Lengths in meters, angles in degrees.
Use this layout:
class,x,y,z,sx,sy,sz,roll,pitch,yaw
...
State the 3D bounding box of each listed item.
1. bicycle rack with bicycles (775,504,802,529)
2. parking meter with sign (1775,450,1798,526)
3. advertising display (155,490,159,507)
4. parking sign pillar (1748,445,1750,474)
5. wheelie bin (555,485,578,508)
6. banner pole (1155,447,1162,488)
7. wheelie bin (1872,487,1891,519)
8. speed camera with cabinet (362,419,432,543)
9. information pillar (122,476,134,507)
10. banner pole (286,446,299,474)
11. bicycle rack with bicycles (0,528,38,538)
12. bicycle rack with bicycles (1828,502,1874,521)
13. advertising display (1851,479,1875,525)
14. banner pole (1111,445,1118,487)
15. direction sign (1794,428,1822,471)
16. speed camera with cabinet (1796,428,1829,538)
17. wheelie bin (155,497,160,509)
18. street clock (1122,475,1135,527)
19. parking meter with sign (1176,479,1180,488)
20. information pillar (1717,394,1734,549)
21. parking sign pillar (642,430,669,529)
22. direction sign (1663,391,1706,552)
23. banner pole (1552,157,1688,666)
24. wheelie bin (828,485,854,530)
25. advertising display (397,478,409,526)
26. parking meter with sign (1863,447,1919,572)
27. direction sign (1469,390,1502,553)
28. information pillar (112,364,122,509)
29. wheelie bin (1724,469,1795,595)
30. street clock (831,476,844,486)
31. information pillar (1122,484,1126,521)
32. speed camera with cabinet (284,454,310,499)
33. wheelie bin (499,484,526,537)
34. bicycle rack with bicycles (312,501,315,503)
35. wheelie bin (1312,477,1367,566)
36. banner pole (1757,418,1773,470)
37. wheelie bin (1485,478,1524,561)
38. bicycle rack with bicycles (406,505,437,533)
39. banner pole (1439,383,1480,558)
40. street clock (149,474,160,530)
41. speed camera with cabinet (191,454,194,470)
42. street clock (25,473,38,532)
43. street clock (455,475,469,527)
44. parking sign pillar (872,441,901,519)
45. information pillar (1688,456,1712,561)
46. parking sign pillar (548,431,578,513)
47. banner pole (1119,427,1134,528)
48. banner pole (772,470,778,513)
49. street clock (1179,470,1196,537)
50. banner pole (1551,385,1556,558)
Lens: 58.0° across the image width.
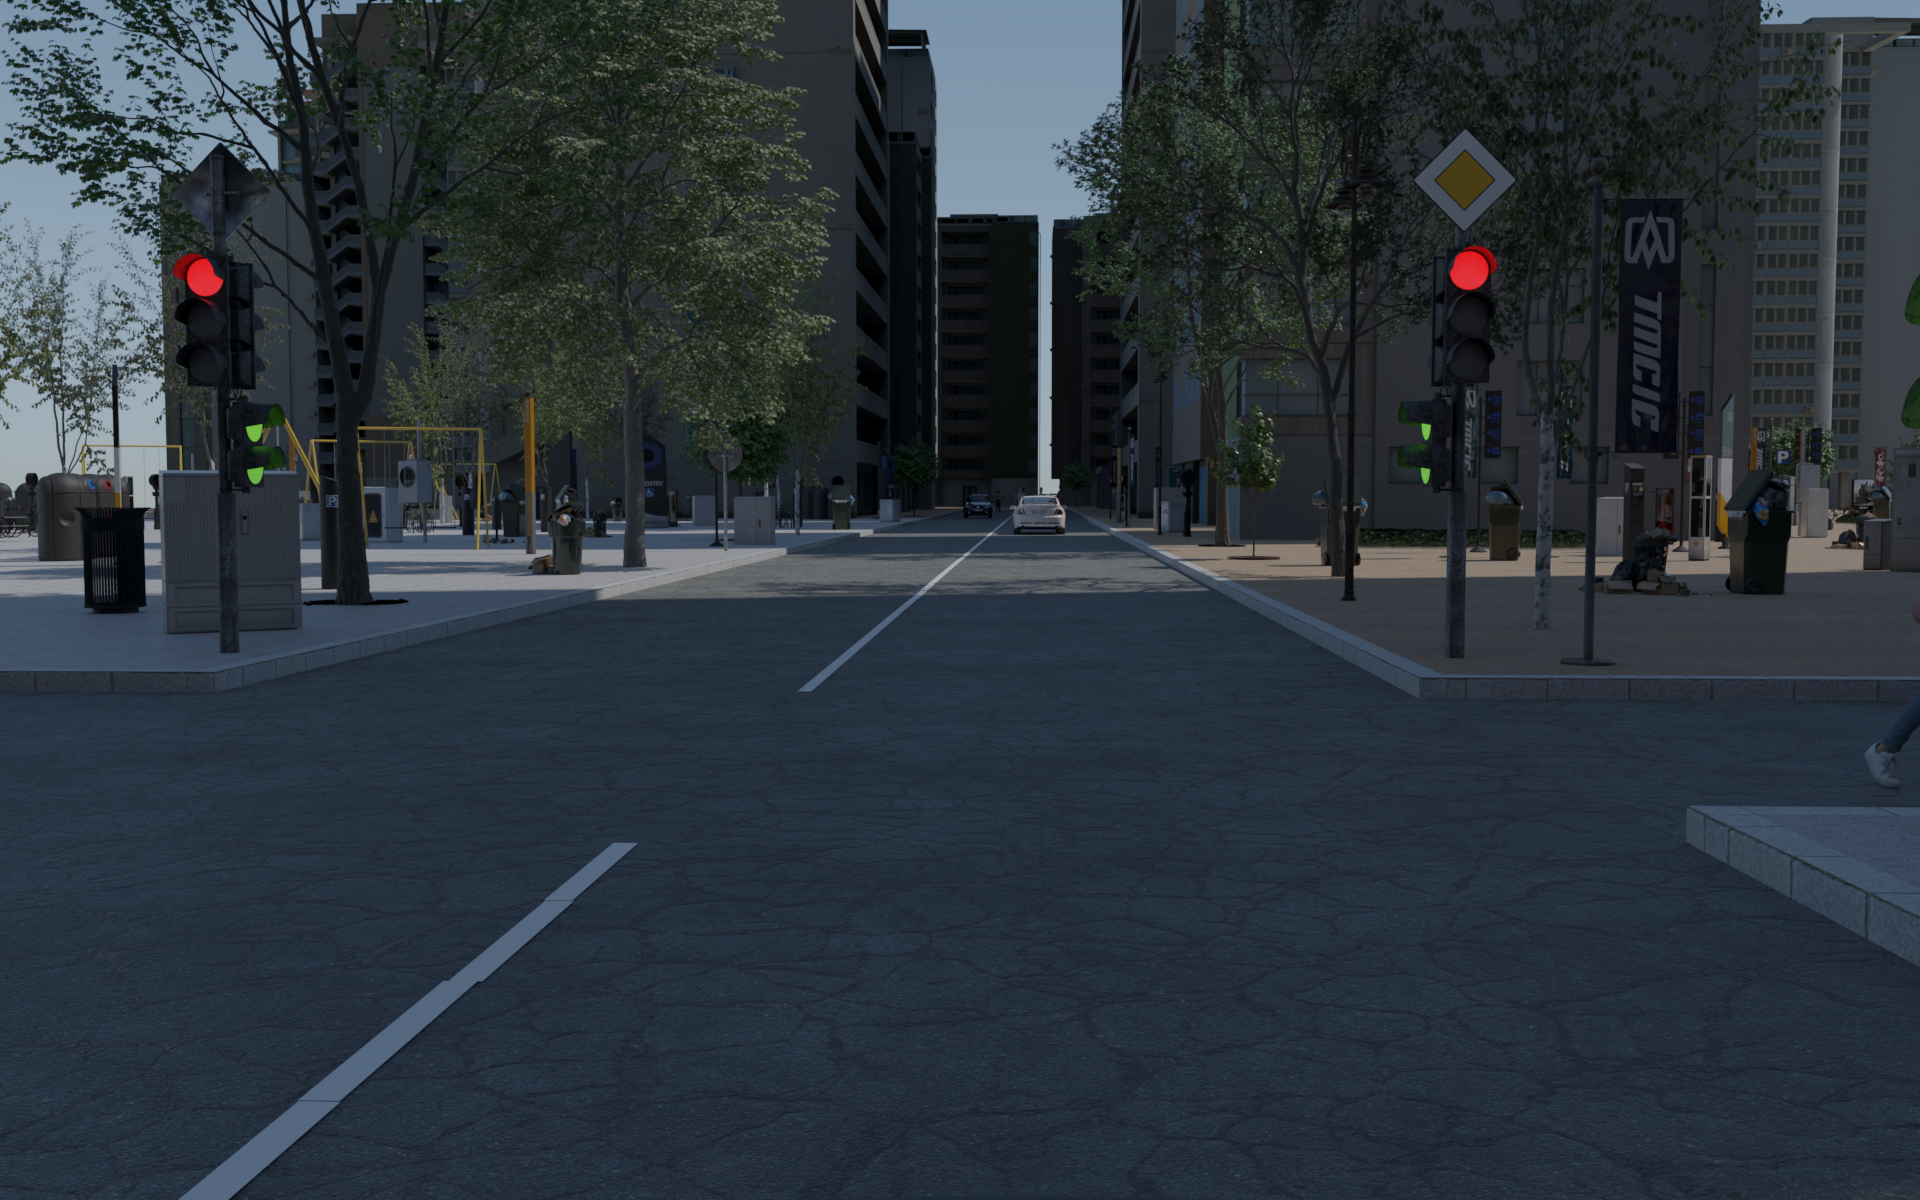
class,x,y,z,sx,sy,sz,roll,pitch,yaw
bicycle rack with bicycles,-7.176,-3.160,65.043,2.852,0.926,2.925,-1,4,-10
parking meter with sign,33.204,-4.478,69.472,0.543,3.016,1.738,3,5,39
advertising display,-35.379,-4.407,77.261,0.974,1.923,0.123,-2,4,-29
parking sign pillar,35.126,-5.454,77.646,1.447,3.967,1.447,0,4,-4
wheelie bin,-13.619,-3.187,60.020,0.693,1.594,0.980,-2,4,-28
banner pole,9.311,-5.570,81.082,0.401,3.779,0.863,2,4,30
wheelie bin,36.325,-3.687,68.195,0.693,1.594,0.980,3,5,42
speed camera with cabinet,-14.902,-3.144,45.739,2.038,3.252,0.660,2,4,28
information pillar,-33.877,-4.042,70.570,0.304,2.012,0.304,2,4,34
banner pole,-34.882,-6.141,90.427,0.863,3.779,0.401,1,4,10
bicycle rack with bicycles,-28.481,-2.296,50.917,2.852,0.926,2.925,3,4,37
bicycle rack with bicycles,45.335,-4.442,86.005,2.925,0.926,2.852,0,4,0
advertising display,37.979,-4.137,72.850,0.974,1.923,0.123,0,4,-7
banner pole,7.087,-5.402,78.343,0.401,3.779,0.863,3,5,43
direction sign,29.124,-4.131,59.537,0.379,3.537,0.876,-3,5,-45
speed camera with cabinet,25.404,-3.502,51.601,0.660,3.252,2.038,1,4,17
wheelie bin,-31.764,-3.767,69.495,0.693,1.594,0.980,1,4,9
street clock,6.543,-3.840,67.362,0.471,2.002,0.358,0,4,8
parking meter with sign,11.065,-5.464,85.593,0.543,3.016,1.738,-2,4,-29
information pillar,17.827,-2.996,40.335,0.504,3.616,0.183,-3,4,-37
parking sign pillar,-11.677,-4.678,64.962,1.447,3.967,1.447,-1,4,-17
direction sign,15.981,-2.831,38.284,0.876,3.537,0.379,3,5,43
banner pole,4.981,-1.404,12.977,0.863,3.779,0.401,0,4,2
wheelie bin,-4.270,-3.322,62.229,0.980,1.594,0.693,0,4,3
advertising display,-22.287,-3.919,69.287,0.123,1.923,0.974,0,4,2
parking meter with sign,15.807,-1.974,28.539,0.543,3.016,1.738,-2,4,-27
direction sign,11.416,-2.817,38.047,0.876,3.537,0.379,1,4,19
information pillar,-15.148,-2.433,31.128,0.183,3.616,0.504,-2,4,-24
wheelie bin,10.296,-0.881,22.318,0.693,1.594,0.980,0,4,1
street clock,-4.809,-3.872,67.869,0.471,2.002,0.358,-2,4,-25
information pillar,7.719,-4.766,82.413,0.304,2.012,0.304,1,4,13
speed camera with cabinet,-32.946,-5.597,85.845,2.038,3.252,0.660,3,5,43
wheelie bin,-13.403,-2.694,51.953,0.693,1.594,0.980,1,4,12
bicycle rack with bicycles,-32.489,-4.617,88.876,2.925,0.926,2.852,-3,5,-41
wheelie bin,6.791,-1.420,31.126,0.980,1.594,0.693,0,4,-3
banner pole,26.636,-4.123,57.421,0.863,3.779,0.401,-1,4,-9
wheelie bin,10.509,-1.562,33.445,0.693,1.594,0.980,1,4,21
bicycle rack with bicycles,-18.664,-2.733,58.069,2.852,0.926,2.925,0,4,5
banner pole,10.025,-2.733,34.708,0.401,3.779,0.863,-3,4,-37
street clock,-28.884,-3.531,62.297,0.358,2.002,0.471,2,4,34
speed camera with cabinet,-36.970,-5.562,85.282,2.038,3.252,0.660,-1,4,-12
street clock,-31.542,-3.323,58.904,0.358,2.002,0.471,0,4,-4
street clock,-19.330,-3.833,67.241,0.471,2.002,0.358,0,4,5
parking sign pillar,-3.773,-6.134,88.755,1.447,3.967,1.447,1,4,21
information pillar,14.194,-1.757,33.215,0.304,2.012,0.304,3,5,44
parking sign pillar,-17.098,-5.264,74.534,1.447,3.967,1.447,2,4,32
banner pole,6.382,-4.568,64.704,0.401,3.779,0.863,-1,4,-12
banner pole,-9.340,-5.960,87.460,0.401,3.779,0.863,1,4,18
street clock,6.822,-2.899,51.970,0.471,2.002,0.358,-1,4,-14
banner pole,12.151,-2.759,35.123,0.863,3.779,0.401,-2,4,-29
